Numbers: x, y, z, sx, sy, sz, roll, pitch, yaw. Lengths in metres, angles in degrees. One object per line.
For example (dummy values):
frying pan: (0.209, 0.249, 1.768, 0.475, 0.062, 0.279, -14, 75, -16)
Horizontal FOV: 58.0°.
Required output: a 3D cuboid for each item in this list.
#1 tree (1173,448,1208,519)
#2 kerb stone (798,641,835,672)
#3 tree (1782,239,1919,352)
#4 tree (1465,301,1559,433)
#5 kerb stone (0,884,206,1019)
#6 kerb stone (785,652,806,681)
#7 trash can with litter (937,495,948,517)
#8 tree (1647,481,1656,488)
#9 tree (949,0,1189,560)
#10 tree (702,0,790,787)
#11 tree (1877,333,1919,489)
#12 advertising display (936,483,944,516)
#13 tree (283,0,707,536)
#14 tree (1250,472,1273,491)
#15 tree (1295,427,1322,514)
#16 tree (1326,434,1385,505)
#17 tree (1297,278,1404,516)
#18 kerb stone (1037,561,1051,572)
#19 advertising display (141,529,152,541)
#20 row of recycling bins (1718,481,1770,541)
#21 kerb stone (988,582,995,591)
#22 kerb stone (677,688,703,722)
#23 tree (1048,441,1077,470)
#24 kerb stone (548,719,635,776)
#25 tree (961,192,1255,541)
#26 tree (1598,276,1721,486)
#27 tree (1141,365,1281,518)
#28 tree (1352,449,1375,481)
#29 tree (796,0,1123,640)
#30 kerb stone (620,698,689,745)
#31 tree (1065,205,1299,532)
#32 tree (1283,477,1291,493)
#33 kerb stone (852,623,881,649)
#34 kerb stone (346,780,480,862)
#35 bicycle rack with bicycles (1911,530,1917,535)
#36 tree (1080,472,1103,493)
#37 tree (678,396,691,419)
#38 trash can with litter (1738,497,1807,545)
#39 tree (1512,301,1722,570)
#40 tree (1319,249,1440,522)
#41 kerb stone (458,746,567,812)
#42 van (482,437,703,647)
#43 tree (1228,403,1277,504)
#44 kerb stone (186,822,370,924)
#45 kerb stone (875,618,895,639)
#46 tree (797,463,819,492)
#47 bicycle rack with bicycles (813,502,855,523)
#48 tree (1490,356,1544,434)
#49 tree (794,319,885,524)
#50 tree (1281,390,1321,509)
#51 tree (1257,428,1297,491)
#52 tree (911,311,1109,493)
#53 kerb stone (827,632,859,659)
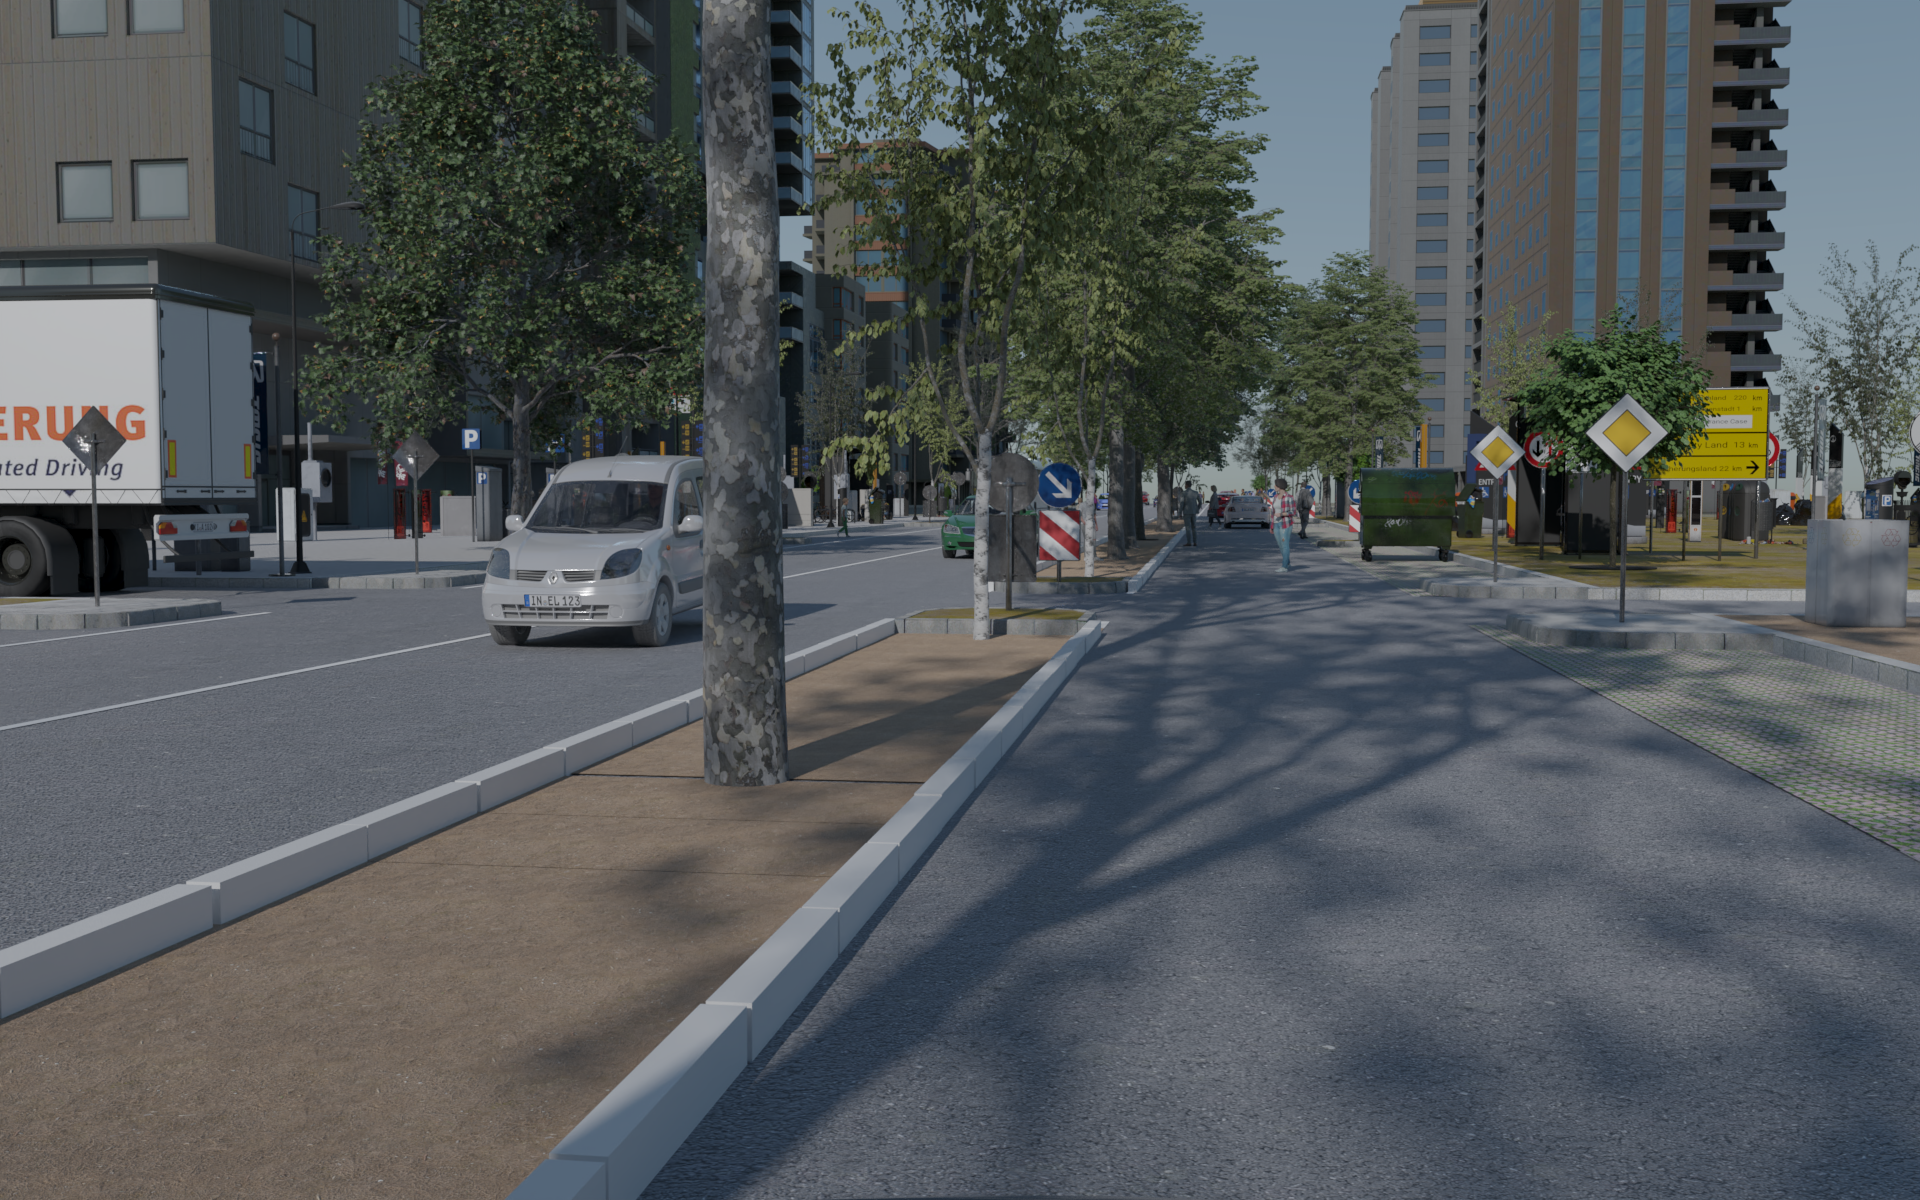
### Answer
tree: (12.542, -8.926, 98.760, 4.360, 8.622, 3.978, 0, 3, 0)
kerb stone: (-1.224, 0.482, 14.322, 0.120, 0.150, 1.000, 1, 4, 8)
tree: (25.739, -6.057, 49.400, 4.360, 8.622, 3.978, 0, 3, 0)
tree: (21.216, -7.029, 65.292, 4.737, 8.622, 4.395, 0, 3, 0)
kerb stone: (-2.585, 1.040, 5.196, 0.120, 0.150, 1.000, 1, 4, 8)
kerb stone: (-1.377, 0.543, 13.311, 0.120, 0.150, 1.000, 1, 4, 8)
trash can with litter: (-1.377, -5.193, 95.970, 2.233, 1.210, 1.678, -1, 4, -15)
tree: (31.753, -8.041, 81.828, 4.737, 8.622, 4.395, 0, 3, 0)
tree: (3.439, -7.111, 36.857, 7.486, 12.596, 7.792, 0, 3, 0)
tree: (0.011, -9.092, 6.993, 12.611, 20.169, 13.585, 0, 3, 0)
tree: (42.290, -7.670, 75.762, 4.737, 8.622, 4.395, 0, 3, 0)
advertising display: (-1.106, -5.670, 97.911, 0.123, 1.923, 0.974, 1, 4, 20)
tree: (-9.249, -7.317, 36.643, 9.611, 12.733, 9.660, 0, 3, 0)
tree: (42.879, -16.031, 245.816, 4.285, 4.588, 4.351, 0, 3, 0)
tree: (23.248, -9.869, 111.717, 4.737, 8.622, 4.395, 0, 3, 0)
tree: (20.133, -6.360, 87.707, 4.285, 4.588, 4.351, 0, 3, 0)
tree: (21.609, -11.923, 101.595, 9.857, 13.997, 8.962, 0, 3, 0)
kerb stone: (1.580, -0.670, 33.181, 0.120, 0.150, 1.000, 1, 4, 8)
advertising display: (-22.270, -2.585, 47.484, 0.974, 1.923, 0.123, -1, 4, -13)
row of recycling bins: (21.934, -2.525, 48.396, 1.069, 1.692, 3.534, 1, 4, 16)
kerb stone: (0.509, -0.236, 26.059, 0.120, 0.150, 1.000, 1, 4, 8)
kerb stone: (-1.672, 0.668, 11.286, 0.120, 0.150, 1.000, 1, 4, 8)
tree: (10.558, -13.918, 177.914, 4.360, 8.622, 3.978, 0, 3, 0)
kerb stone: (-1.979, 0.791, 9.264, 0.120, 0.150, 1.000, 1, 4, 8)
tree: (5.434, -7.640, 53.130, 9.928, 11.665, 9.643, 0, 3, 0)
tree: (23.618, -6.673, 59.463, 4.360, 8.622, 3.978, 0, 3, 0)
tree: (8.853, -8.342, 73.265, 8.767, 10.594, 7.601, 1, 4, 8)
tree: (17.091, -4.822, 73.435, 1.663, 3.219, 1.824, 0, 3, 0)
tree: (0.205, -3.922, 16.948, 4.737, 8.622, 4.395, 0, 3, 0)
kerb stone: (-1.831, 0.731, 10.276, 0.120, 0.150, 1.000, 1, 4, 8)
tree: (7.675, -9.499, 64.428, 9.857, 13.997, 8.962, 0, 3, 0)
tree: (35.711, -11.998, 190.773, 1.663, 3.219, 1.824, 0, 3, 0)
kerb stone: (-0.924, 0.358, 16.350, 0.120, 0.150, 1.000, 1, 4, 8)
kerb stone: (-2.286, 0.919, 7.236, 0.120, 0.150, 1.000, 1, 4, 8)
bicycle rack with bicycles: (30.990, -2.435, 53.193, 2.852, 0.926, 2.925, 0, 4, -7)
tree: (16.151, -14.228, 216.343, 4.285, 4.588, 4.351, 0, 3, 0)
tree: (-7.381, -6.472, 56.186, 4.737, 8.622, 4.395, 0, 3, 0)
trash can with litter: (20.977, -2.036, 44.353, 2.233, 1.210, 1.678, 1, 4, 10)
tree: (11.252, -2.818, 29.786, 4.285, 4.588, 4.351, 0, 3, 0)
tree: (18.565, -9.945, 80.728, 7.486, 12.596, 7.792, 0, 3, 0)
kerb stone: (-2.131, 0.855, 8.250, 0.120, 0.150, 1.000, 1, 4, 8)
van: (-3.425, -0.649, 17.624, 2.013, 2.044, 4.112, 0, 4, 7)
tree: (39.684, -19.203, 224.335, 12.009, 13.543, 11.850, 0, 3, 0)
kerb stone: (-2.429, 0.977, 6.223, 0.120, 0.150, 1.000, 1, 4, 8)
kerb stone: (-0.781, 0.296, 17.363, 0.120, 0.150, 1.000, 1, 4, 8)
tree: (-8.288, -6.031, 93.203, 1.663, 3.219, 1.824, 0, 3, 0)
bicycle rack with bicycles: (-5.880, -3.870, 76.661, 2.925, 0.926, 2.852, -1, 4, -14)
tree: (29.891, -8.616, 91.240, 4.360, 8.622, 3.978, 0, 3, 0)
tree: (-5.168, -7.522, 73.341, 4.360, 8.622, 3.978, 0, 3, 0)
tree: (28.407, -12.857, 144.627, 7.601, 10.594, 8.767, 1, 4, 19)
tree: (31.382, -13.450, 170.266, 4.360, 8.622, 3.978, 0, 3, 0)
tree: (1.570, -12.455, 114.004, 12.009, 13.543, 11.850, 0, 3, 0)
kerb stone: (-1.083, 0.420, 15.336, 0.120, 0.150, 1.000, 1, 4, 8)
